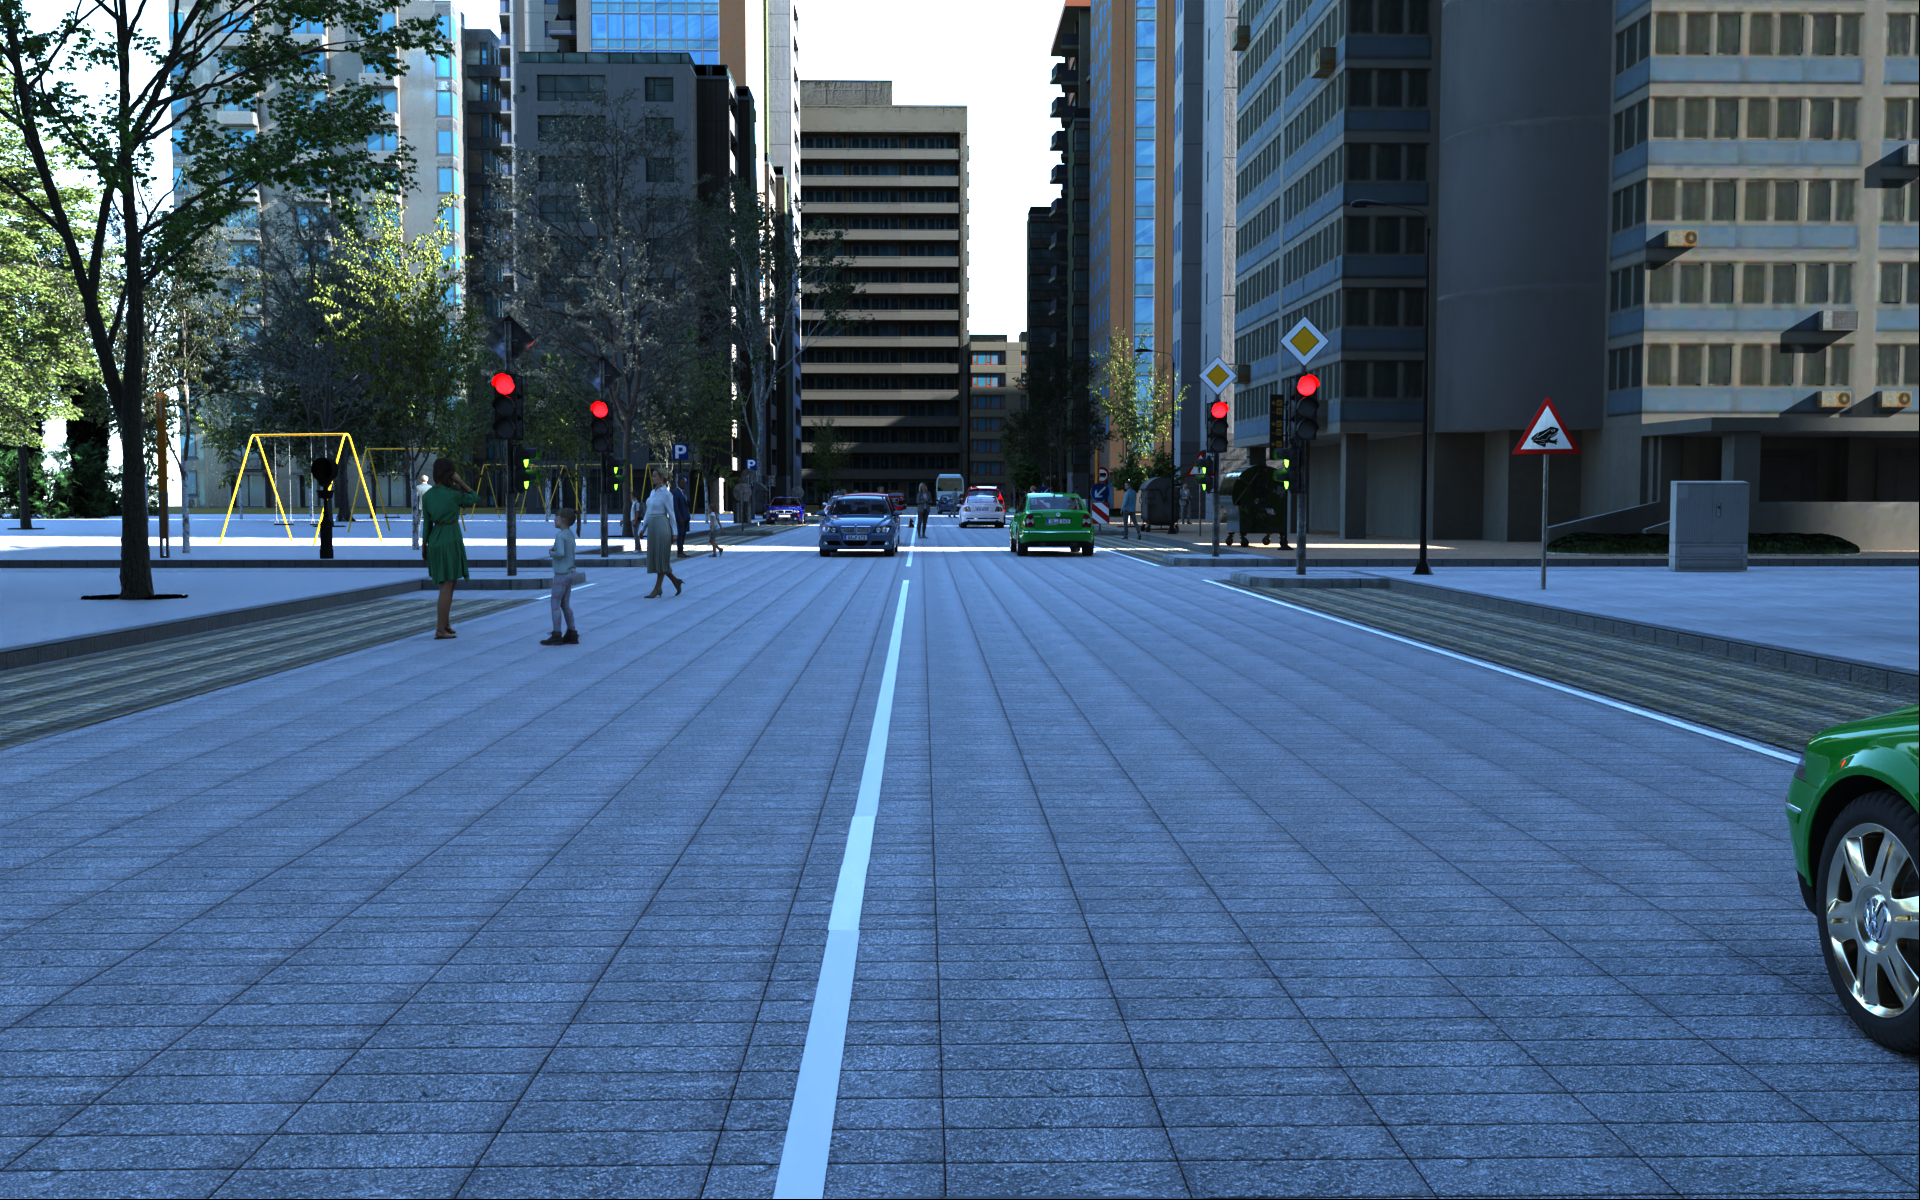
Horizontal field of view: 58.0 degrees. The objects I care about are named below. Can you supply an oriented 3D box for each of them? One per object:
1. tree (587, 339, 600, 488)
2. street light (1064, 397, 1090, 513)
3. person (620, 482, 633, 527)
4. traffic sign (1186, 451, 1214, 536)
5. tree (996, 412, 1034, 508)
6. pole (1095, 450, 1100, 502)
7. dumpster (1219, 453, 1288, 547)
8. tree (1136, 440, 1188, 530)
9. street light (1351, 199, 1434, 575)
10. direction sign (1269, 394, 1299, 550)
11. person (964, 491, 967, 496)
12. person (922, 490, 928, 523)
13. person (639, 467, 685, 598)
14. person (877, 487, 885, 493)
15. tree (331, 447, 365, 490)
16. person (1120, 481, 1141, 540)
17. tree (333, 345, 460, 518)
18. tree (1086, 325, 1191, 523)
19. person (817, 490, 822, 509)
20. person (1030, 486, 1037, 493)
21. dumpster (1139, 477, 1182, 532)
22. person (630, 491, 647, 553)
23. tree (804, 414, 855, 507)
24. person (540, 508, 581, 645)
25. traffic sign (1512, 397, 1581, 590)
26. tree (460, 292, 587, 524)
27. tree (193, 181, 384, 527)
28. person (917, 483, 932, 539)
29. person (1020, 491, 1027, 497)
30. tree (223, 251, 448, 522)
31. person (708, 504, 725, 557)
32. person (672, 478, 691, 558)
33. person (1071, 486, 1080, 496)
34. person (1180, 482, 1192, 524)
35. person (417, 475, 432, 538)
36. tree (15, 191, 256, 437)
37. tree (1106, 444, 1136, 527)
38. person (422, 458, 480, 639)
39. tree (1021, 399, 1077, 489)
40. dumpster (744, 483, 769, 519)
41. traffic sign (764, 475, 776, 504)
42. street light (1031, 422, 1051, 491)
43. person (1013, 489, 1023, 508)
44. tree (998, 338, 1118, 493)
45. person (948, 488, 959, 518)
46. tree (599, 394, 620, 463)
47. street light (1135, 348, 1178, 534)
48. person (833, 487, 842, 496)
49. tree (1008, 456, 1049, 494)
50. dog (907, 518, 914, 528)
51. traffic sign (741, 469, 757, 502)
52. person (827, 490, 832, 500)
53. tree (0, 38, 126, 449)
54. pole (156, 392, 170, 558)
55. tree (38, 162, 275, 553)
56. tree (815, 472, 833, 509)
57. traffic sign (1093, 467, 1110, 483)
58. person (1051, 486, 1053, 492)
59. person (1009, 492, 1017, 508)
[{"bbox_3d":[-15.941,-7.586,74.399,4.360,8.622,3.978,0,3,0],"label":"tree"},{"bbox_3d":[5.644,-6.747,82.854,1.470,5.913,1.316,0,4,-1],"label":"street light"},{"bbox_3d":[-12.899,-3.721,67.109,0.641,1.798,0.478,-1,4,-12],"label":"person"},{"bbox_3d":[7.260,-3.201,52.346,0.884,2.594,0.081,0,4,1],"label":"traffic sign"},{"bbox_3d":[5.001,-12.527,155.172,4.737,8.622,4.395,0,3,0],"label":"tree"},{"bbox_3d":[6.331,-5.267,79.953,0.158,3.312,0.155,0,3,0],"label":"pole"},{"bbox_3d":[7.232,-2.438,42.347,1.502,2.255,1.985,0,4,-1],"label":"dumpster"},{"bbox_3d":[7.367,-4.134,62.188,1.663,3.219,1.824,0,3,0],"label":"tree"},{"bbox_3d":[6.859,-3.361,27.491,1.470,5.913,1.316,0,4,-1],"label":"street light"},{"bbox_3d":[7.447,-2.907,39.531,0.876,3.537,0.379,-1,4,-20],"label":"direction sign"},{"bbox_3d":[0.667,-10.595,182.247,1.217,1.766,0.721,-2,4,-30],"label":"person"},{"bbox_3d":[-1.791,-4.772,86.502,0.573,1.828,0.580,1,4,22],"label":"person"},{"bbox_3d":[-4.109,-0.934,24.004,0.641,1.798,0.478,-2,4,-34],"label":"person"},{"bbox_3d":[-4.141,-5.034,90.780,0.580,1.828,0.573,2,4,35],"label":"person"},{"bbox_3d":[-37.642,-9.488,105.488,4.360,8.622,3.978,0,3,0],"label":"tree"},{"bbox_3d":[5.314,-2.793,54.028,0.638,1.841,0.748,-2,4,-32],"label":"person"},{"bbox_3d":[-30.785,-9.595,91.291,7.601,10.594,8.767,1,4,16],"label":"tree"},{"bbox_3d":[7.629,-7.677,75.879,4.737,8.622,4.395,0,3,0],"label":"tree"},{"bbox_3d":[-12.113,-8.656,149.045,0.415,1.643,0.593,-1,4,-11],"label":"person"},{"bbox_3d":[3.249,-4.118,76.051,0.641,1.798,0.478,0,4,-8],"label":"person"},{"bbox_3d":[6.779,-3.228,58.535,1.264,1.857,1.865,0,4,-1],"label":"dumpster"},{"bbox_3d":[-7.851,-1.890,41.999,0.503,1.515,0.523,3,5,43],"label":"person"},{"bbox_3d":[-11.922,-12.731,158.512,4.737,8.622,4.395,0,3,0],"label":"tree"},{"bbox_3d":[-3.804,-0.227,16.490,0.394,1.301,0.425,-1,4,-10],"label":"person"},{"bbox_3d":[7.841,-1.419,23.208,0.884,2.594,0.081,0,4,8],"label":"traffic sign"},{"bbox_3d":[-16.538,-6.948,63.964,4.360,8.622,3.978,0,3,0],"label":"tree"},{"bbox_3d":[-24.783,-9.592,67.204,12.009,13.543,11.850,0,3,0],"label":"tree"},{"bbox_3d":[-1.135,-2.890,55.934,0.537,1.800,0.526,-1,4,-15],"label":"person"},{"bbox_3d":[5.876,-9.280,158.566,0.742,1.727,0.445,-2,4,-34],"label":"person"},{"bbox_3d":[-28.878,-10.020,80.838,9.611,12.733,9.660,0,3,0],"label":"tree"},{"bbox_3d":[-5.544,-1.578,39.313,0.382,1.210,0.505,0,4,3],"label":"person"},{"bbox_3d":[-6.299,-1.859,39.083,0.419,1.800,0.721,0,4,7],"label":"person"},{"bbox_3d":[6.896,-5.959,103.818,0.623,1.781,0.721,1,4,17],"label":"person"},{"bbox_3d":[9.676,-4.153,74.143,0.606,1.804,0.583,-2,4,-30],"label":"person"},{"bbox_3d":[-14.943,-2.565,48.153,0.661,1.801,0.590,-3,5,-39],"label":"person"},{"bbox_3d":[-25.750,-7.290,53.597,8.767,10.594,7.601,1,4,22],"label":"tree"},{"bbox_3d":[6.606,-4.445,67.280,1.663,3.219,1.824,0,3,0],"label":"tree"},{"bbox_3d":[-5.148,-0.522,17.285,0.600,1.795,0.529,1,4,12],"label":"person"},{"bbox_3d":[6.063,-10.593,123.556,4.360,8.622,3.978,0,3,0],"label":"tree"},{"bbox_3d":[-10.603,-5.141,89.813,1.264,1.857,1.865,0,4,-1],"label":"dumpster"},{"bbox_3d":[-10.170,-5.541,92.724,0.606,2.300,0.079,0,4,-1],"label":"traffic sign"},{"bbox_3d":[5.191,-8.428,110.341,1.470,5.913,1.316,0,4,-1],"label":"street light"},{"bbox_3d":[5.292,-9.351,159.749,1.217,1.723,0.721,0,4,3],"label":"person"},{"bbox_3d":[5.832,-10.385,104.203,7.601,10.594,8.767,-1,4,-15],"label":"tree"},{"bbox_3d":[-0.296,-5.924,105.484,0.853,1.813,0.709,-2,4,-35],"label":"person"},{"bbox_3d":[-19.525,-8.266,85.509,4.737,8.622,4.395,0,3,0],"label":"tree"},{"bbox_3d":[6.267,-5.066,55.372,1.470,5.913,1.316,0,4,-1],"label":"street light"},{"bbox_3d":[-6.883,-5.393,96.860,0.592,1.802,0.473,0,4,-6],"label":"person"},{"bbox_3d":[5.636,-9.907,145.697,4.285,4.588,4.351,0,3,0],"label":"tree"},{"bbox_3d":[-2.162,-3.300,74.143,0.550,0.427,0.748,2,4,33],"label":"dog"},{"bbox_3d":[-10.507,-5.268,86.231,0.768,2.556,0.104,0,4,5],"label":"traffic sign"},{"bbox_3d":[-12.714,-9.996,169.470,0.705,1.826,1.348,-1,4,-18],"label":"person"},{"bbox_3d":[-24.621,-7.631,42.890,7.486,12.596,7.792,0,3,0],"label":"tree"},{"bbox_3d":[-16.023,-2.506,34.810,0.158,3.312,0.155,0,3,0],"label":"pole"},{"bbox_3d":[-17.113,-5.329,37.493,4.360,8.622,3.978,0,3,0],"label":"tree"},{"bbox_3d":[-12.010,-9.772,154.369,1.663,3.219,1.824,0,3,0],"label":"tree"},{"bbox_3d":[6.669,-4.986,81.628,0.768,2.556,0.104,0,4,6],"label":"traffic sign"},{"bbox_3d":[6.280,-6.909,118.877,0.709,1.838,0.599,-2,4,-33],"label":"person"},{"bbox_3d":[4.622,-8.755,152.408,0.599,1.433,0.991,-3,5,-41],"label":"person"}]
